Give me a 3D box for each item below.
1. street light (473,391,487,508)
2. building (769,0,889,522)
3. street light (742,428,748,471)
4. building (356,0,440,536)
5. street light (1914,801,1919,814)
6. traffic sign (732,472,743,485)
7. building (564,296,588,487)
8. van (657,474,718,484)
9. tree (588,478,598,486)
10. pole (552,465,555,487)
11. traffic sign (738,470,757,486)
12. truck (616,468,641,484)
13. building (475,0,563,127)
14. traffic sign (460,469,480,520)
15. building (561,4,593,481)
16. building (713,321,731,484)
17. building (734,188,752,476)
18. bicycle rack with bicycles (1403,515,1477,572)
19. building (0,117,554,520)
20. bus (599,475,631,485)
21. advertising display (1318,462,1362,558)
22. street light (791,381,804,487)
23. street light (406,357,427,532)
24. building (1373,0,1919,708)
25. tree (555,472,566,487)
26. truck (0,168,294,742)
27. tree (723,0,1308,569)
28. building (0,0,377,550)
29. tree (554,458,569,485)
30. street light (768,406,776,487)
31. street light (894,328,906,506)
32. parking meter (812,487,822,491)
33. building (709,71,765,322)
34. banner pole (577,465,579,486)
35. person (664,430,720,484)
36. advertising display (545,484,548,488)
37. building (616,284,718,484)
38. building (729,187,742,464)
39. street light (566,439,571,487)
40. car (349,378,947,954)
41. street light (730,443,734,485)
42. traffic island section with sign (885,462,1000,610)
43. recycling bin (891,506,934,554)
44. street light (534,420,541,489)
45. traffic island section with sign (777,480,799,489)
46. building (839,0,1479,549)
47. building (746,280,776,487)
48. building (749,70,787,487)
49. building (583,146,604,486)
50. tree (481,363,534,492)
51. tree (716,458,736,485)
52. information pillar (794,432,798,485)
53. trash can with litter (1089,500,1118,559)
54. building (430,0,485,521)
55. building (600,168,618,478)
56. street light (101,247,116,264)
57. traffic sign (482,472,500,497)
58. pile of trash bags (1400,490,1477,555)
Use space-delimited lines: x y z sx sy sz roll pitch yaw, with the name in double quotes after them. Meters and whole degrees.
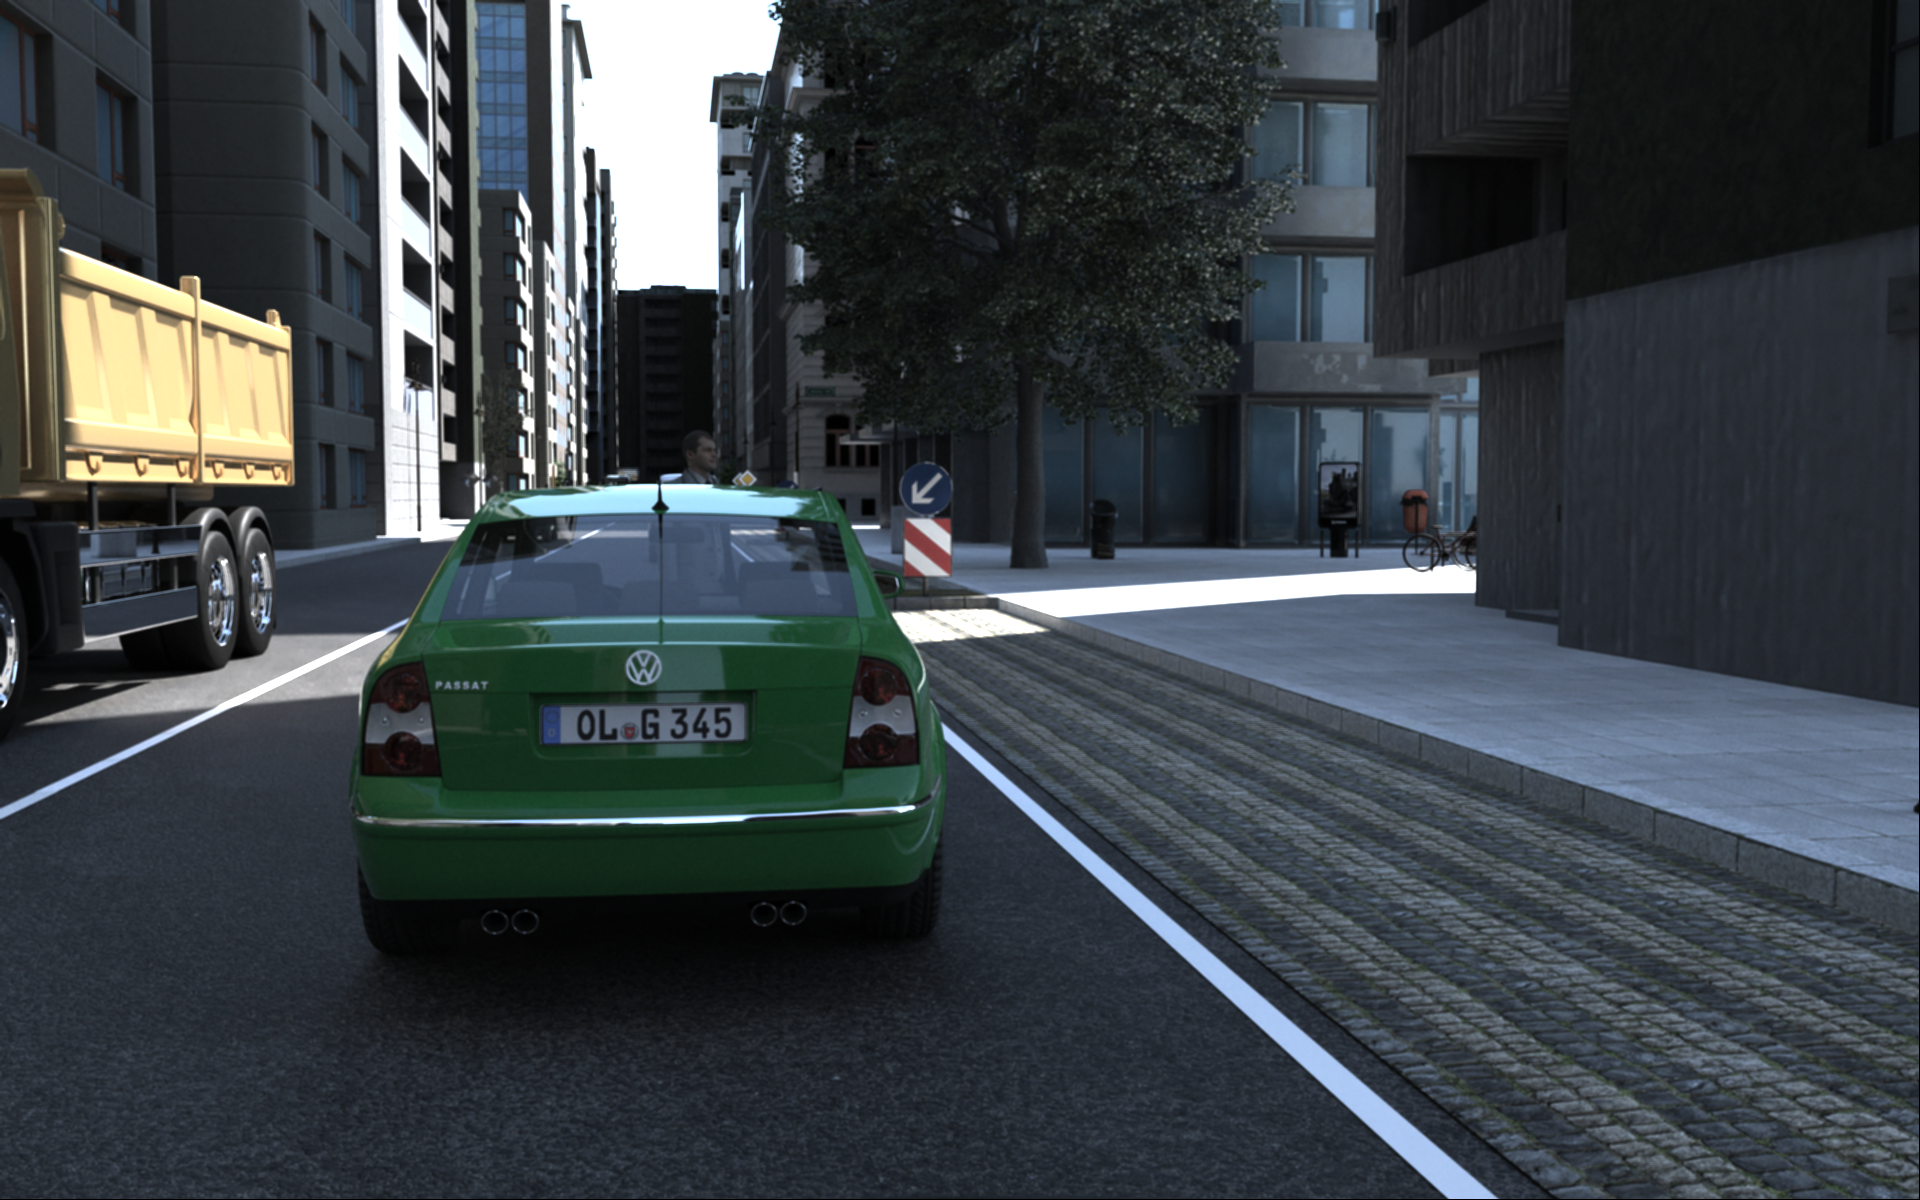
-21.431 -6.397 77.378 0.468 5.910 1.993 -1 4 -9 "street light"
2.699 -18.328 87.057 23.554 28.519 14.401 -1 4 -9 "building"
-14.986 -9.075 121.159 0.468 5.910 1.993 -1 4 -9 "street light"
-32.804 -31.509 57.178 28.212 58.520 21.231 -1 4 -9 "building"
3.935 -2.079 6.780 0.468 5.910 1.993 -1 4 -9 "street light"
-10.019 -4.612 79.052 0.795 2.450 0.064 -1 4 -9 "traffic sign"
-50.114 -19.477 163.490 27.650 21.520 28.899 -1 4 -9 "building"
-5.903 -1.878 37.718 2.013 2.044 4.112 -1 4 -8 "van"
-44.556 -13.283 211.780 1.663 3.219 1.824 0 3 0 "tree"
-28.697 -7.861 122.373 0.158 3.312 0.155 0 3 0 "pole"
-8.724 -4.130 71.172 0.795 2.450 0.064 -1 4 -9 "traffic sign"
-35.960 -12.157 187.674 2.839 4.237 11.283 -1 4 -10 "truck"
-39.494 -29.972 140.151 14.600 45.320 14.200 -1 4 -9 "building"
-19.626 -4.022 69.407 0.795 2.450 0.064 -1 4 -9 "traffic sign"
-55.167 -36.758 190.230 28.713 52.752 27.495 -1 4 -9 "building"
-12.664 -21.045 189.131 27.650 21.520 28.899 -1 4 -9 "building"
-12.373 -19.976 144.637 12.078 24.808 19.932 -1 4 -9 "building"
9.081 -0.959 29.062 2.925 0.926 2.852 1 4 22 "bicycle rack with bicycles"
-41.008 -16.251 110.741 27.650 21.520 28.899 -1 4 -9 "building"
-32.842 -10.452 165.745 2.948 3.499 13.247 -1 4 -10 "bus"
7.684 -1.825 35.053 0.123 1.923 0.974 -3 5 -42 "advertising display"
-6.659 -6.013 71.106 0.468 5.910 1.993 -1 4 -9 "street light"
-18.288 -5.237 58.415 0.468 5.910 1.993 -1 4 -9 "street light"
11.632 -14.996 16.893 14.160 30.474 14.107 -1 4 -9 "building"
-30.409 -8.219 128.984 1.663 3.219 1.824 0 3 0 "tree"
-6.944 -0.959 11.602 3.469 3.379 9.791 0 4 -8 "truck"
1.090 -7.527 29.729 9.857 13.997 8.962 0 3 0 "tree"
-27.627 -11.394 31.336 27.650 21.520 28.899 -1 4 -9 "building"
-31.618 -9.122 132.864 4.285 4.588 4.351 0 3 0 "tree"
-9.713 -7.152 89.726 0.468 5.910 1.993 -1 4 -9 "street light"
-1.451 -4.064 39.227 0.468 5.910 1.993 -1 4 -9 "street light"
-5.018 -3.202 60.758 0.372 1.533 0.369 0 3 0 "parking meter"
-16.418 -38.355 216.337 28.713 52.752 27.495 -1 4 -9 "building"
-32.533 -9.641 147.650 0.401 3.779 0.863 -1 4 -15 "banner pole"
-1.551 -0.109 10.376 0.767 1.812 0.694 2 4 29 "person"
-26.053 -6.358 109.171 0.123 1.923 0.974 -1 4 -18 "advertising display"
-40.781 -28.770 242.088 14.107 30.474 14.160 -1 4 -9 "building"
-15.099 -24.139 166.380 14.160 30.474 14.107 -1 4 -9 "building"
-31.816 -10.274 140.774 0.468 5.910 1.993 -1 4 -9 "street light"
-1.132 0.119 6.850 1.959 1.807 4.718 0 4 -7 "car"
-20.122 -11.017 152.915 0.468 5.910 1.993 -1 4 -9 "street light"
-0.641 -0.830 22.205 1.989 1.847 2.006 -1 4 -9 "traffic island section with sign"
-1.019 -1.509 37.231 0.722 1.027 0.722 1 4 22 "recycling bin"
-26.508 -8.321 108.843 0.468 5.910 1.993 -1 4 -9 "street light"
-5.012 -2.457 48.805 1.989 1.847 2.006 -1 4 -9 "traffic island section with sign"
8.828 -26.527 53.322 23.786 49.044 30.456 -1 4 -9 "building"
-9.994 -16.606 126.261 10.420 20.320 16.860 -1 4 -9 "building"
-5.126 -19.085 105.554 14.314 27.812 24.014 -1 4 -9 "building"
-52.579 -34.726 217.881 14.200 45.320 14.600 -1 4 -9 "building"
-25.810 -8.934 96.438 4.360 8.622 3.978 0 3 0 "tree"
-20.364 -10.558 156.343 4.285 4.588 4.351 0 3 0 "tree"
-6.175 -4.517 65.200 0.183 3.616 0.504 -1 4 -15 "information pillar"
2.913 -1.409 34.422 0.624 1.170 1.055 0 4 -5 "trash can with litter"
-30.777 -18.997 82.302 14.160 30.474 14.107 -1 4 -9 "building"
-59.105 -37.874 242.945 21.600 48.544 21.300 -1 4 -9 "building"
-13.124 -3.314 26.965 0.468 5.910 1.993 -1 4 -9 "street light"
-20.921 -4.504 77.287 0.795 2.450 0.064 -1 4 -9 "traffic sign"
11.038 -1.636 36.496 3.447 1.369 1.912 0 4 8 "pile of trash bags"
